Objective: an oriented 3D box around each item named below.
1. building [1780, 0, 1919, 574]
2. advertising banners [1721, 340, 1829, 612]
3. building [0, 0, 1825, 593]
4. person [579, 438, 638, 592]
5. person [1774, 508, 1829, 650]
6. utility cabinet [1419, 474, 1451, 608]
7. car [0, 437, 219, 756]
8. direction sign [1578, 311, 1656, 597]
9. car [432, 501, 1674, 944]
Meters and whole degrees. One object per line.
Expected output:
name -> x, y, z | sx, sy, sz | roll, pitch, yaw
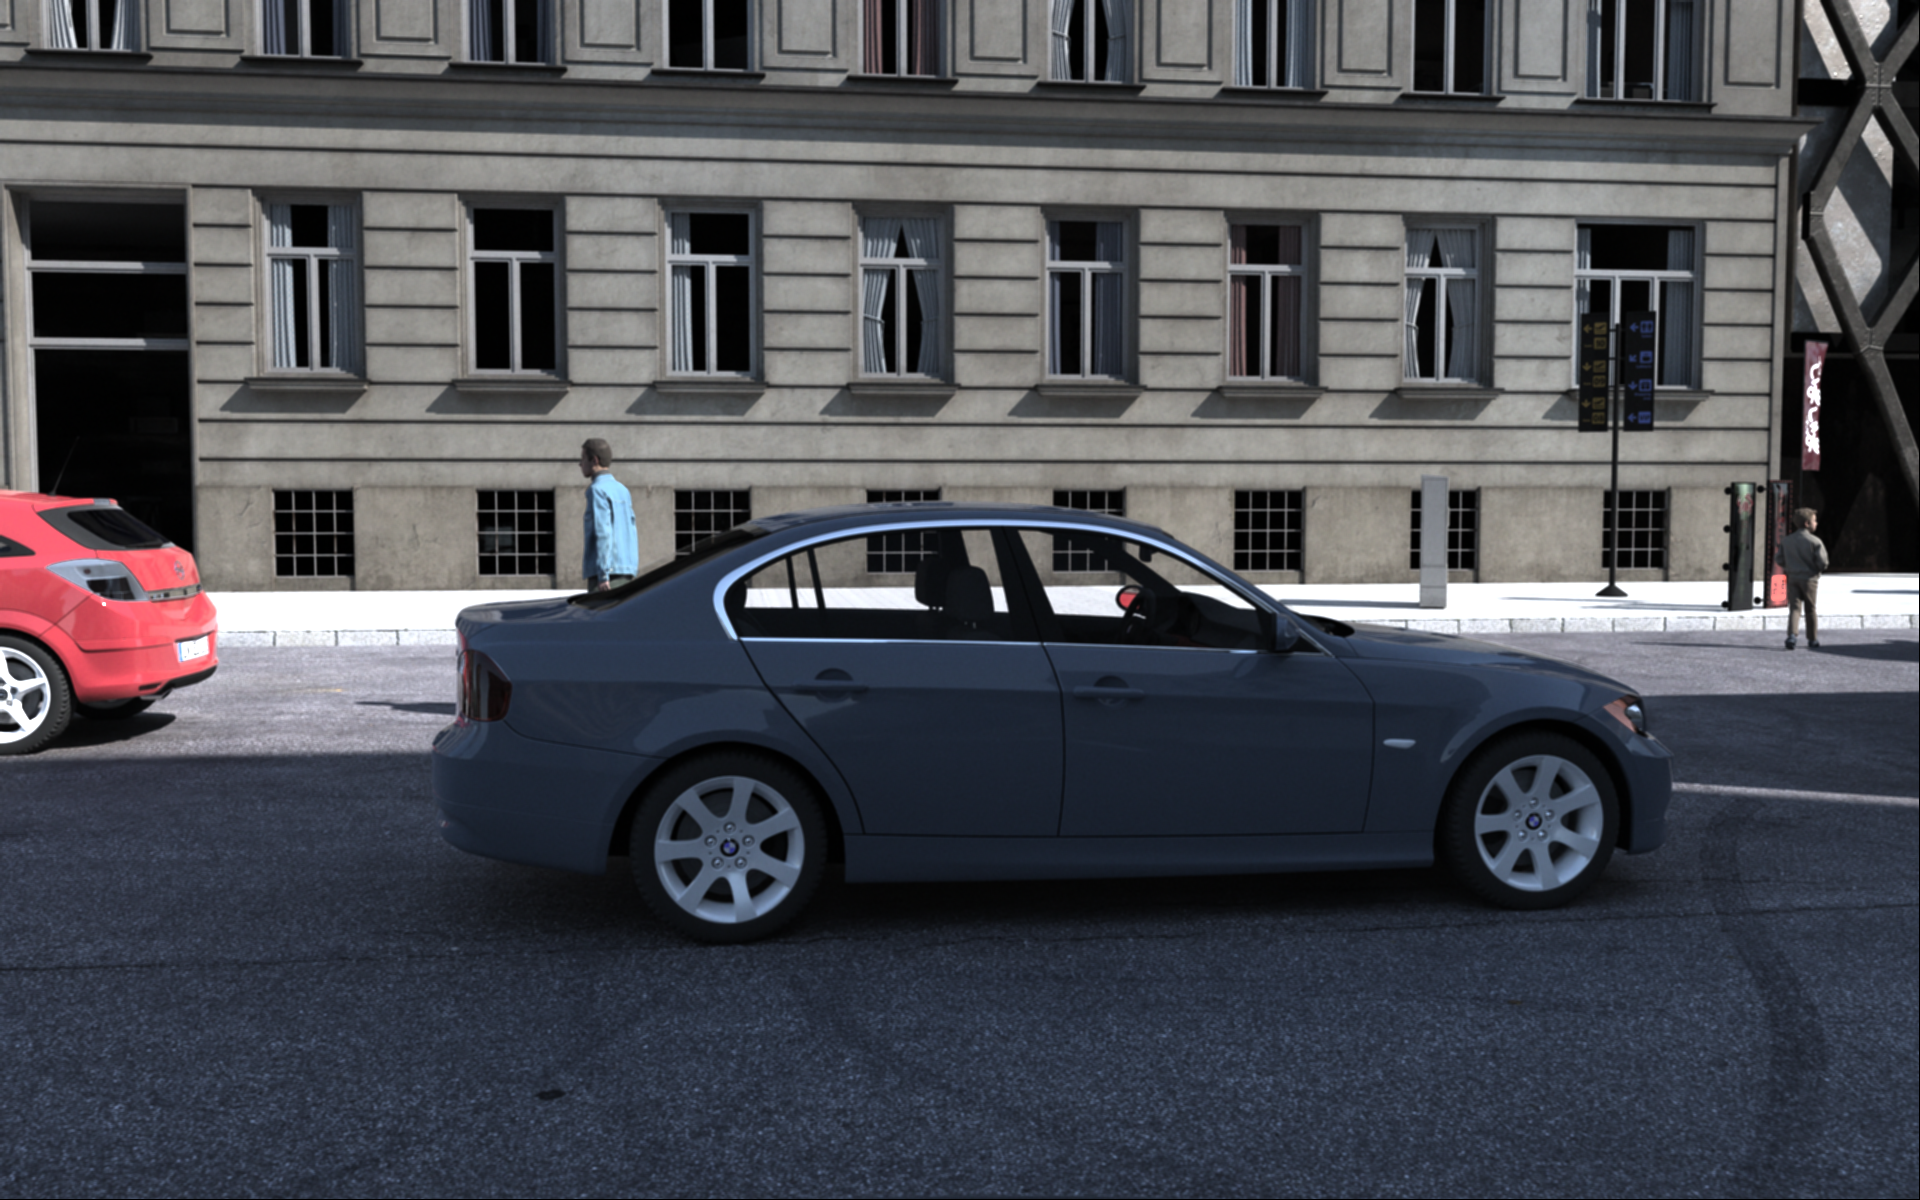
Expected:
building -> 20.281, -10.148, 33.375 | 16.811, 18.784, 16.820 | 0, 4, -8
advertising banners -> 9.155, -1.418, 19.380 | 2.074, 3.025, 0.090 | -3, 4, -37
building -> -3.016, -12.036, 30.067 | 30.059, 22.955, 16.112 | 0, 4, -8
person -> -2.201, -0.131, 10.985 | 0.444, 1.785, 0.601 | 1, 4, 20
person -> 7.779, -0.199, 16.025 | 0.475, 1.303, 0.640 | 3, 4, 37
utility cabinet -> 5.443, -0.682, 19.823 | 0.318, 1.500, 1.173 | 1, 4, 16
car -> -6.779, -0.065, 10.107 | 4.494, 1.783, 2.155 | 0, 4, -7
direction sign -> 8.193, -1.814, 21.662 | 0.876, 3.537, 0.379 | 1, 4, 20
car -> 0.372, 0.336, 6.502 | 4.499, 1.417, 2.014 | -1, 4, -9
